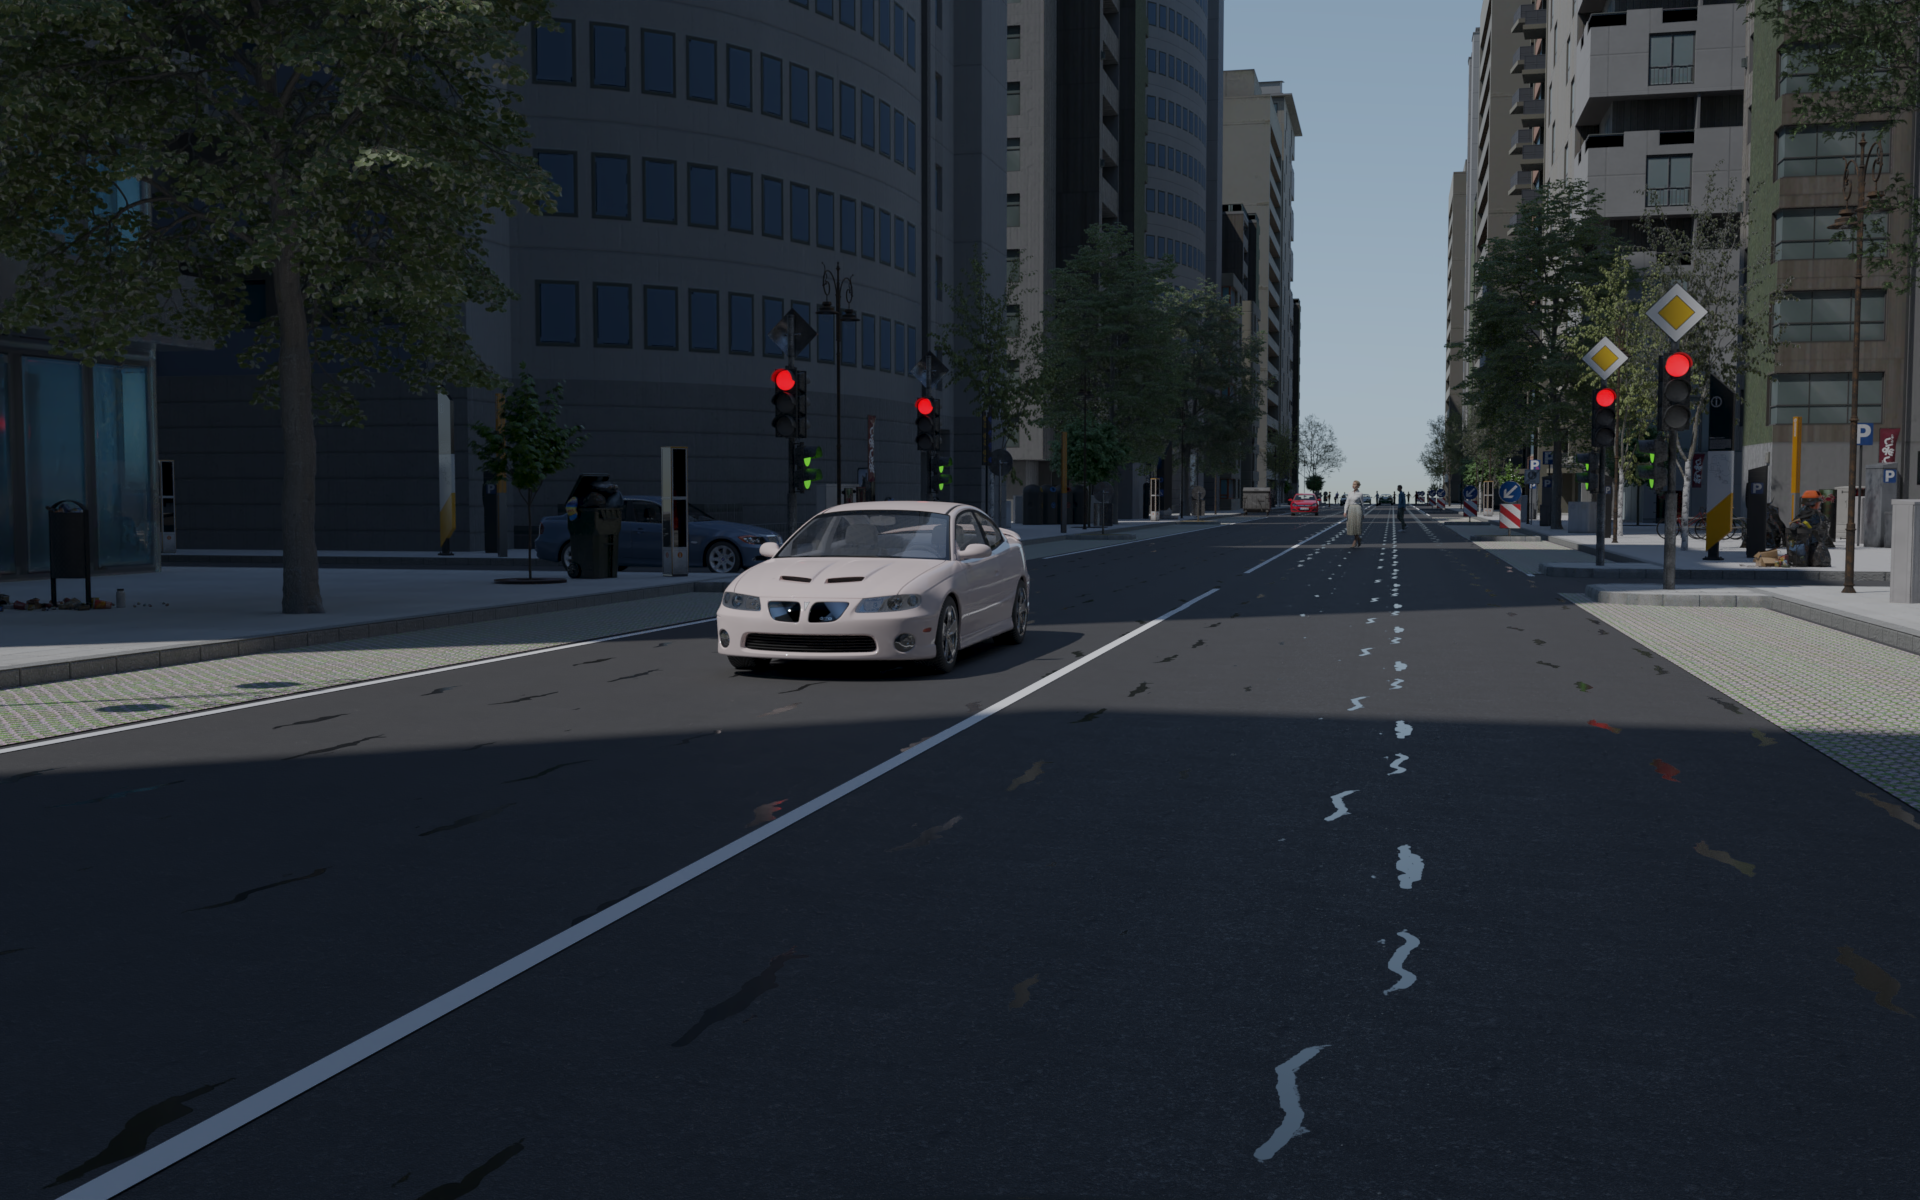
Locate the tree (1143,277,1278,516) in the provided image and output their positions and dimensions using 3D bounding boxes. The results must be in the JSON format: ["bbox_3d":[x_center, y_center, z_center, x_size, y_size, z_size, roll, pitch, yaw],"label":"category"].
[{"bbox_3d":[13.336,-11.915,101.468,9.857,13.997,8.962,0,3,0],"label":"tree"}]

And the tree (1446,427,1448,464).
[{"bbox_3d":[34.913,-10.123,115.871,4.360,8.622,3.978,0,3,0],"label":"tree"}]

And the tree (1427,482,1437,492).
[{"bbox_3d":[67.521,-15.467,247.480,1.663,3.219,1.824,0,3,0],"label":"tree"}]

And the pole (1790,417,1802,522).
[{"bbox_3d":[22.083,-3.175,45.759,0.158,3.312,0.155,0,3,0],"label":"pole"}]

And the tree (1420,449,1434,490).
[{"bbox_3d":[59.372,-16.103,213.646,4.360,8.622,3.978,0,3,0],"label":"tree"}]

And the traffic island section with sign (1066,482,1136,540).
[{"bbox_3d":[4.494,-2.808,54.537,1.989,1.847,2.006,1,4,14],"label":"traffic island section with sign"}]

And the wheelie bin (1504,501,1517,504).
[{"bbox_3d":[32.813,-5.824,103.134,0.980,1.594,0.693,-3,5,-44],"label":"wheelie bin"}]

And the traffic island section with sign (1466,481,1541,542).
[{"bbox_3d":[16.609,-2.702,52.812,1.989,1.847,2.006,1,4,14],"label":"traffic island section with sign"}]

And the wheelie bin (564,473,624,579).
[{"bbox_3d":[-5.544,-1.132,26.420,0.693,1.594,0.980,2,4,30],"label":"wheelie bin"}]

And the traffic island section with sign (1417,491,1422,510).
[{"bbox_3d":[41.842,-8.881,153.834,1.989,1.847,2.006,1,4,14],"label":"traffic island section with sign"}]

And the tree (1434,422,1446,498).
[{"bbox_3d":[39.072,-11.207,133.593,4.360,8.622,3.978,0,3,0],"label":"tree"}]

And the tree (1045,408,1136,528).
[{"bbox_3d":[4.962,-5.031,65.963,4.285,4.588,4.351,0,3,0],"label":"tree"}]

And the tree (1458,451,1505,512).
[{"bbox_3d":[37.699,-8.660,125.303,4.285,4.588,4.351,0,3,0],"label":"tree"}]

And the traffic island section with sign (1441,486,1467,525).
[{"bbox_3d":[23.273,-4.334,79.488,1.989,1.847,2.006,1,4,14],"label":"traffic island section with sign"}]

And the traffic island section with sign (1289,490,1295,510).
[{"bbox_3d":[30.135,-9.085,157.172,1.989,1.847,2.006,1,4,14],"label":"traffic island section with sign"}]

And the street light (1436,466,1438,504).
[{"bbox_3d":[62.615,-15.558,227.153,0.468,5.910,1.993,1,4,14],"label":"street light"}]

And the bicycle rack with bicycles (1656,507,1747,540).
[{"bbox_3d":[21.428,-2.179,49.012,2.925,0.926,2.852,2,4,30],"label":"bicycle rack with bicycles"}]

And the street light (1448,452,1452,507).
[{"bbox_3d":[50.131,-12.508,177.294,0.468,5.910,1.993,1,4,14],"label":"street light"}]

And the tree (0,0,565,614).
[{"bbox_3d":[-7.278,-6.106,17.965,7.486,12.596,7.792,0,3,0],"label":"tree"}]

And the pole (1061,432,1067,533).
[{"bbox_3d":[3.408,-3.854,56.852,0.158,3.312,0.155,0,3,0],"label":"pole"}]

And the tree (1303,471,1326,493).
[{"bbox_3d":[51.519,-16.372,251.392,4.285,4.588,4.351,0,3,0],"label":"tree"}]

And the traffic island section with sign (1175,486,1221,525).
[{"bbox_3d":[11.260,-4.466,81.640,1.989,1.847,2.006,1,4,14],"label":"traffic island section with sign"}]

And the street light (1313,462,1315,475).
[{"bbox_3d":[50.447,-16.755,246.734,0.468,5.910,1.993,1,4,14],"label":"street light"}]

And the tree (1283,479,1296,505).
[{"bbox_3d":[38.835,-12.900,205.513,1.663,3.219,1.824,0,3,0],"label":"tree"}]

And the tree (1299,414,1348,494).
[{"bbox_3d":[53.426,-21.509,262.034,12.009,13.543,11.850,0,3,0],"label":"tree"}]

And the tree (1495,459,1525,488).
[{"bbox_3d":[30.107,-6.141,95.012,1.663,3.219,1.824,0,3,0],"label":"tree"}]

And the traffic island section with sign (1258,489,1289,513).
[{"bbox_3d":[23.534,-7.467,130.714,1.989,1.847,2.006,1,4,14],"label":"traffic island section with sign"}]

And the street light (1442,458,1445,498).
[{"bbox_3d":[55.602,-13.846,199.174,0.468,5.910,1.993,1,4,14],"label":"street light"}]

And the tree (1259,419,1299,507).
[{"bbox_3d":[31.681,-13.529,171.566,4.360,8.622,3.978,0,3,0],"label":"tree"}]

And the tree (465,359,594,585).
[{"bbox_3d":[-6.353,-1.859,24.989,1.663,3.219,1.824,0,3,0],"label":"tree"}]

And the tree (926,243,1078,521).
[{"bbox_3d":[1.185,-6.189,51.557,4.737,8.622,4.395,0,3,0],"label":"tree"}]

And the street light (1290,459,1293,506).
[{"bbox_3d":[36.266,-13.271,189.763,0.468,5.910,1.993,1,4,14],"label":"street light"}]

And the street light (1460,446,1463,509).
[{"bbox_3d":[43.132,-10.770,148.871,0.468,5.910,1.993,1,4,14],"label":"street light"}]

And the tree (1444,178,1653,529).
[{"bbox_3d":[21.441,-8.862,63.018,7.486,12.596,7.792,0,3,0],"label":"tree"}]

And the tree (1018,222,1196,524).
[{"bbox_3d":[6.289,-9.490,73.286,7.486,12.596,7.792,0,3,0],"label":"tree"}]

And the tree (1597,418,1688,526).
[{"bbox_3d":[27.532,-5.276,69.980,4.285,4.588,4.351,0,3,0],"label":"tree"}]

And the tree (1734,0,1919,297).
[{"bbox_3d":[10.622,-4.898,14.495,8.767,10.594,7.601,2,4,28],"label":"tree"}]

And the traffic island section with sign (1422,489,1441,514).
[{"bbox_3d":[35.117,-7.235,126.925,1.989,1.847,2.006,1,4,14],"label":"traffic island section with sign"}]

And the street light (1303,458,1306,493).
[{"bbox_3d":[43.373,-15.005,218.115,0.468,5.910,1.993,1,4,14],"label":"street light"}]

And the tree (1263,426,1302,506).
[{"bbox_3d":[33.684,-14.190,182.363,4.737,8.622,4.395,0,3,0],"label":"tree"}]

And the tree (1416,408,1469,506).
[{"bbox_3d":[53.217,-15.462,187.223,8.767,10.594,7.601,3,5,45],"label":"tree"}]

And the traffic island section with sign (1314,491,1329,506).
[{"bbox_3d":[43.561,-12.373,210.923,1.989,1.847,2.006,1,4,14],"label":"traffic island section with sign"}]

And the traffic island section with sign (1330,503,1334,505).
[{"bbox_3d":[50.182,-13.992,237.392,1.989,1.847,2.006,1,4,14],"label":"traffic island section with sign"}]

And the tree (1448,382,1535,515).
[{"bbox_3d":[33.278,-9.622,107.683,4.360,8.622,3.978,0,3,0],"label":"tree"}]

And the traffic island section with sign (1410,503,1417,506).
[{"bbox_3d":[55.204,-12.150,207.271,1.989,1.847,2.006,1,4,14],"label":"traffic island section with sign"}]

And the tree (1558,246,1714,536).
[{"bbox_3d":[20.275,-6.233,52.280,4.737,8.622,4.395,0,3,0],"label":"tree"}]

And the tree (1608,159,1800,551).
[{"bbox_3d":[16.639,-5.437,39.265,4.360,8.622,3.978,0,3,0],"label":"tree"}]
